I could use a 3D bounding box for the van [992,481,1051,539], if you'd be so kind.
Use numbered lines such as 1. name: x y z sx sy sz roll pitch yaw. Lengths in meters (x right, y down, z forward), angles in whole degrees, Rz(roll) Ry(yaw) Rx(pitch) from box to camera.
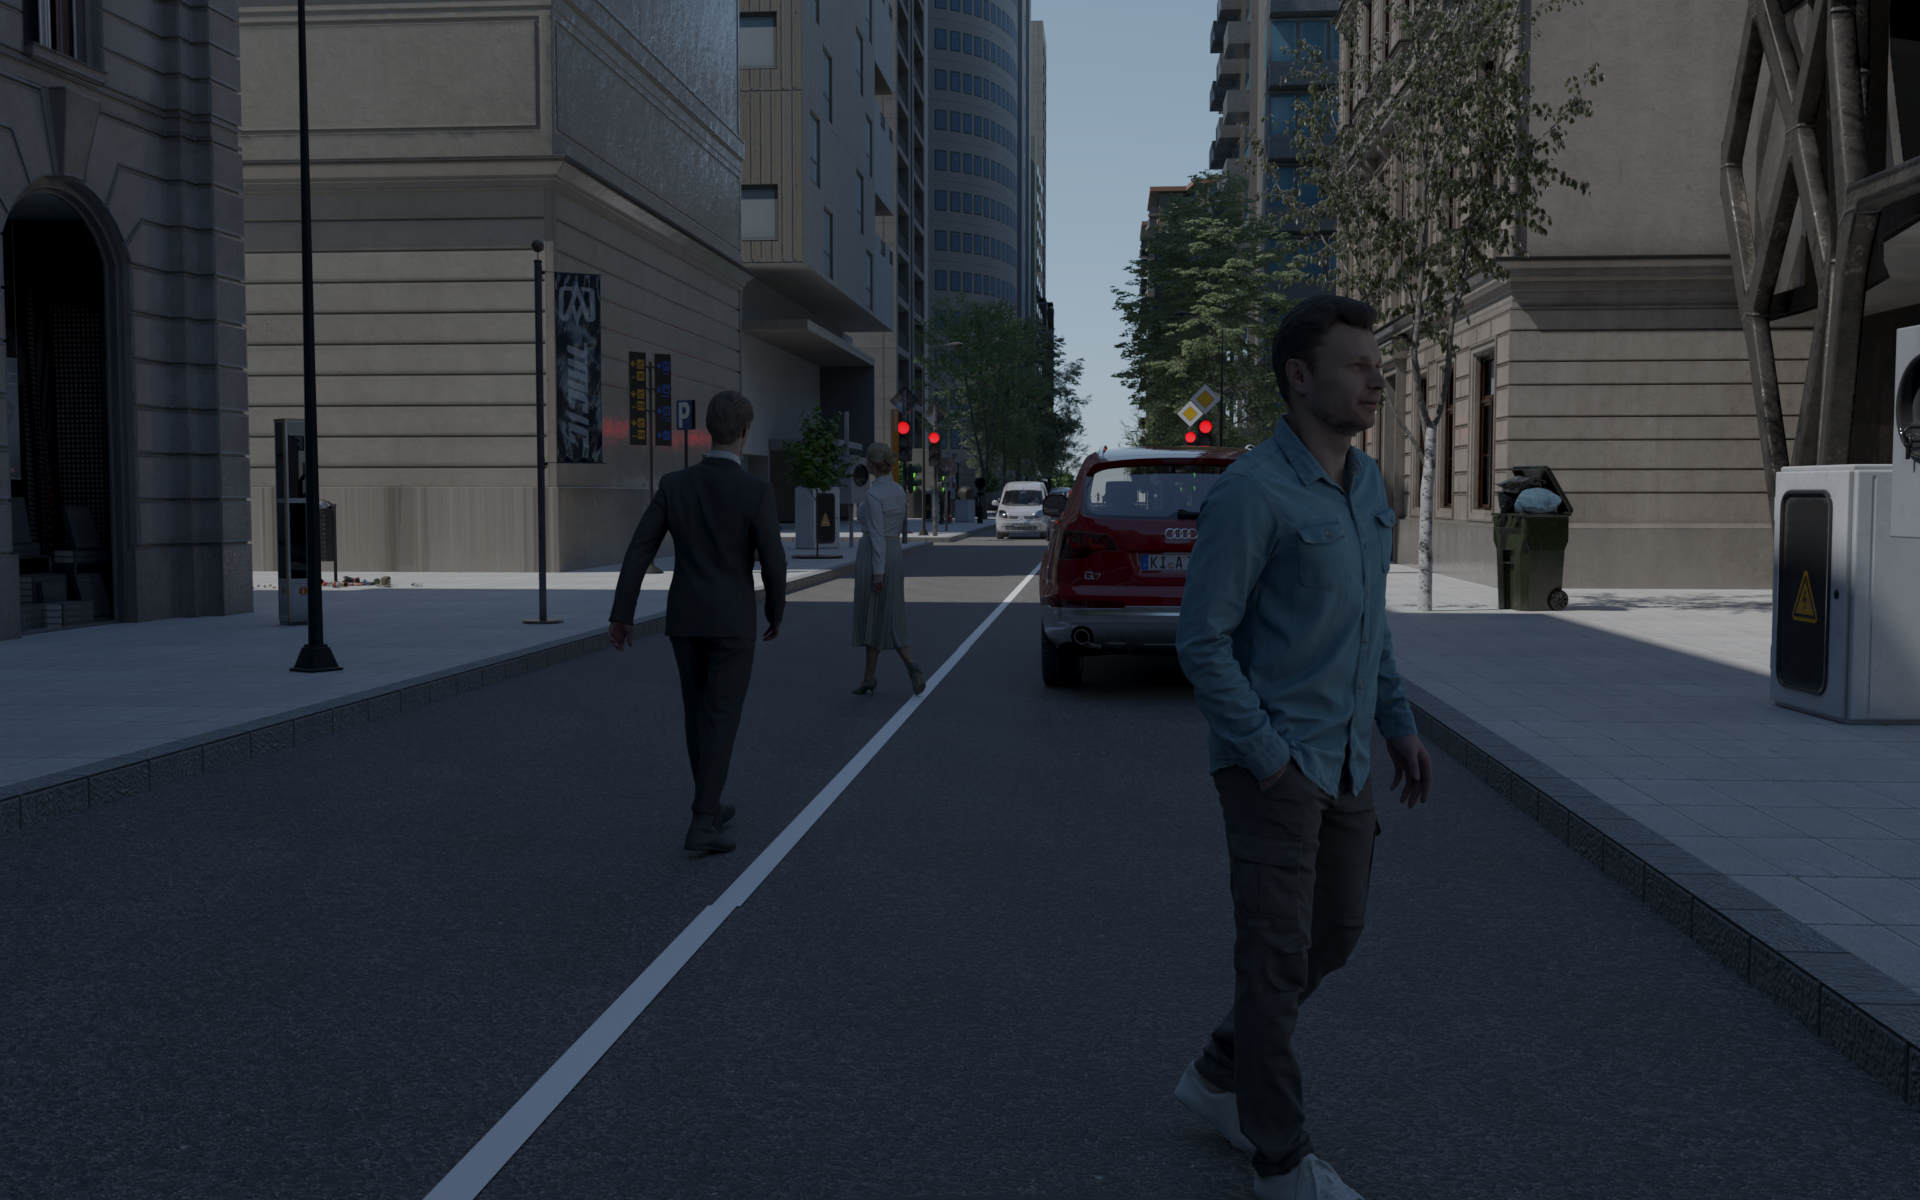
1. van: 2.085 -3.018 56.348 2.013 2.044 4.112 0 4 5

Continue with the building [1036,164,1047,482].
1. building: -0.593 -37.265 228.885 23.786 49.044 30.456 0 4 5

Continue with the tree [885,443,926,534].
1. tree: -2.167 -3.774 56.303 1.663 3.219 1.824 0 3 0

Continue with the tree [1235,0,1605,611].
1. tree: 5.104 -4.197 18.981 4.360 8.622 3.978 0 3 0

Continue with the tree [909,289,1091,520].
1. tree: 1.214 -9.894 87.518 9.928 11.665 9.643 0 3 0

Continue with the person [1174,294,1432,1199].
1. person: 0.664 0.302 3.581 0.620 1.820 0.660 3 5 39

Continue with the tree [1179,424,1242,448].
1. tree: 10.085 -5.369 71.492 4.285 4.588 4.351 0 3 0

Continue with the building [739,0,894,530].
1. building: -17.258 -29.291 68.148 28.713 52.752 27.495 0 4 5

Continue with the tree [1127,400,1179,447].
1. tree: 13.726 -10.319 119.070 4.360 8.622 3.978 0 3 0

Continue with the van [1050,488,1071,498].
1. van: 6.397 -6.294 109.918 2.013 2.044 4.112 0 4 5

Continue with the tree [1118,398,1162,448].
1. tree: 14.189 -11.127 132.290 4.737 8.622 4.395 0 3 0

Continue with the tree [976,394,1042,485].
1. tree: 3.257 -9.934 112.785 4.737 8.622 4.395 0 3 0

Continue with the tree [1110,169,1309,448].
1. tree: 8.783 -8.764 61.418 7.486 12.596 7.792 0 3 0

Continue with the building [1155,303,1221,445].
1. building: 33.537 -19.918 170.703 27.650 21.520 28.899 0 4 5

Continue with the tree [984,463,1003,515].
1. tree: 1.872 -6.930 107.899 1.663 3.219 1.824 0 3 0

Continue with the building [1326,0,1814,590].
1. building: 12.762 -10.212 31.595 10.561 19.102 19.286 0 4 5

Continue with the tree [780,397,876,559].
1. tree: -2.732 -2.447 34.613 1.663 3.219 1.824 0 3 0

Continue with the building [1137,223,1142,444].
1. building: 38.962 -37.645 270.111 22.147 44.769 28.867 0 4 5

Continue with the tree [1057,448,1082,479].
1. tree: 17.303 -21.539 286.574 8.767 10.594 7.601 -1 4 -19

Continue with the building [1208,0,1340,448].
1. building: 25.535 -29.156 96.311 23.786 49.044 30.456 0 4 5

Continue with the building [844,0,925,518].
1. building: -10.513 -40.611 102.241 20.563 71.187 20.611 0 4 5

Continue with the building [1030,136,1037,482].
1. building: 1.186 -31.130 192.562 14.154 41.232 14.086 0 4 5

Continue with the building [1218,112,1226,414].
1. building: 34.286 -27.558 142.450 32.217 40.220 23.993 0 4 5

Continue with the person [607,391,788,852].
1. person: -0.995 0.072 7.093 0.659 1.850 0.755 1 4 15

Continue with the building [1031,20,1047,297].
1. building: 5.135 -50.755 268.098 20.563 71.187 20.611 0 4 5

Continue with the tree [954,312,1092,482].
1. tree: 4.087 -13.108 120.978 9.857 13.997 8.962 0 3 0

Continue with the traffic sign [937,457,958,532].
1. traffic sign: -0.466 -3.614 59.203 0.768 2.556 0.104 1 4 10

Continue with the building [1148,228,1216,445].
1. building: 28.525 -25.730 192.393 14.160 30.474 14.107 0 4 5

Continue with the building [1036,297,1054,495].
1. building: 6.405 -29.326 251.180 14.160 30.474 14.107 0 4 5

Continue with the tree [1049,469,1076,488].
1. tree: 14.938 -15.861 243.039 4.285 4.588 4.351 0 3 0

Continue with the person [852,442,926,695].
1. person: -0.506 -0.218 12.291 0.641 1.798 0.478 3 5 43

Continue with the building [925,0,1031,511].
1. building: -4.140 -38.458 170.791 21.231 58.520 28.212 0 4 5

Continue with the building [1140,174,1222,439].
1. building: 36.982 -35.849 240.759 22.147 44.769 28.867 0 4 5

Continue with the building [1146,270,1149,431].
1. building: 30.709 -27.408 219.814 14.160 30.474 14.107 0 4 5
